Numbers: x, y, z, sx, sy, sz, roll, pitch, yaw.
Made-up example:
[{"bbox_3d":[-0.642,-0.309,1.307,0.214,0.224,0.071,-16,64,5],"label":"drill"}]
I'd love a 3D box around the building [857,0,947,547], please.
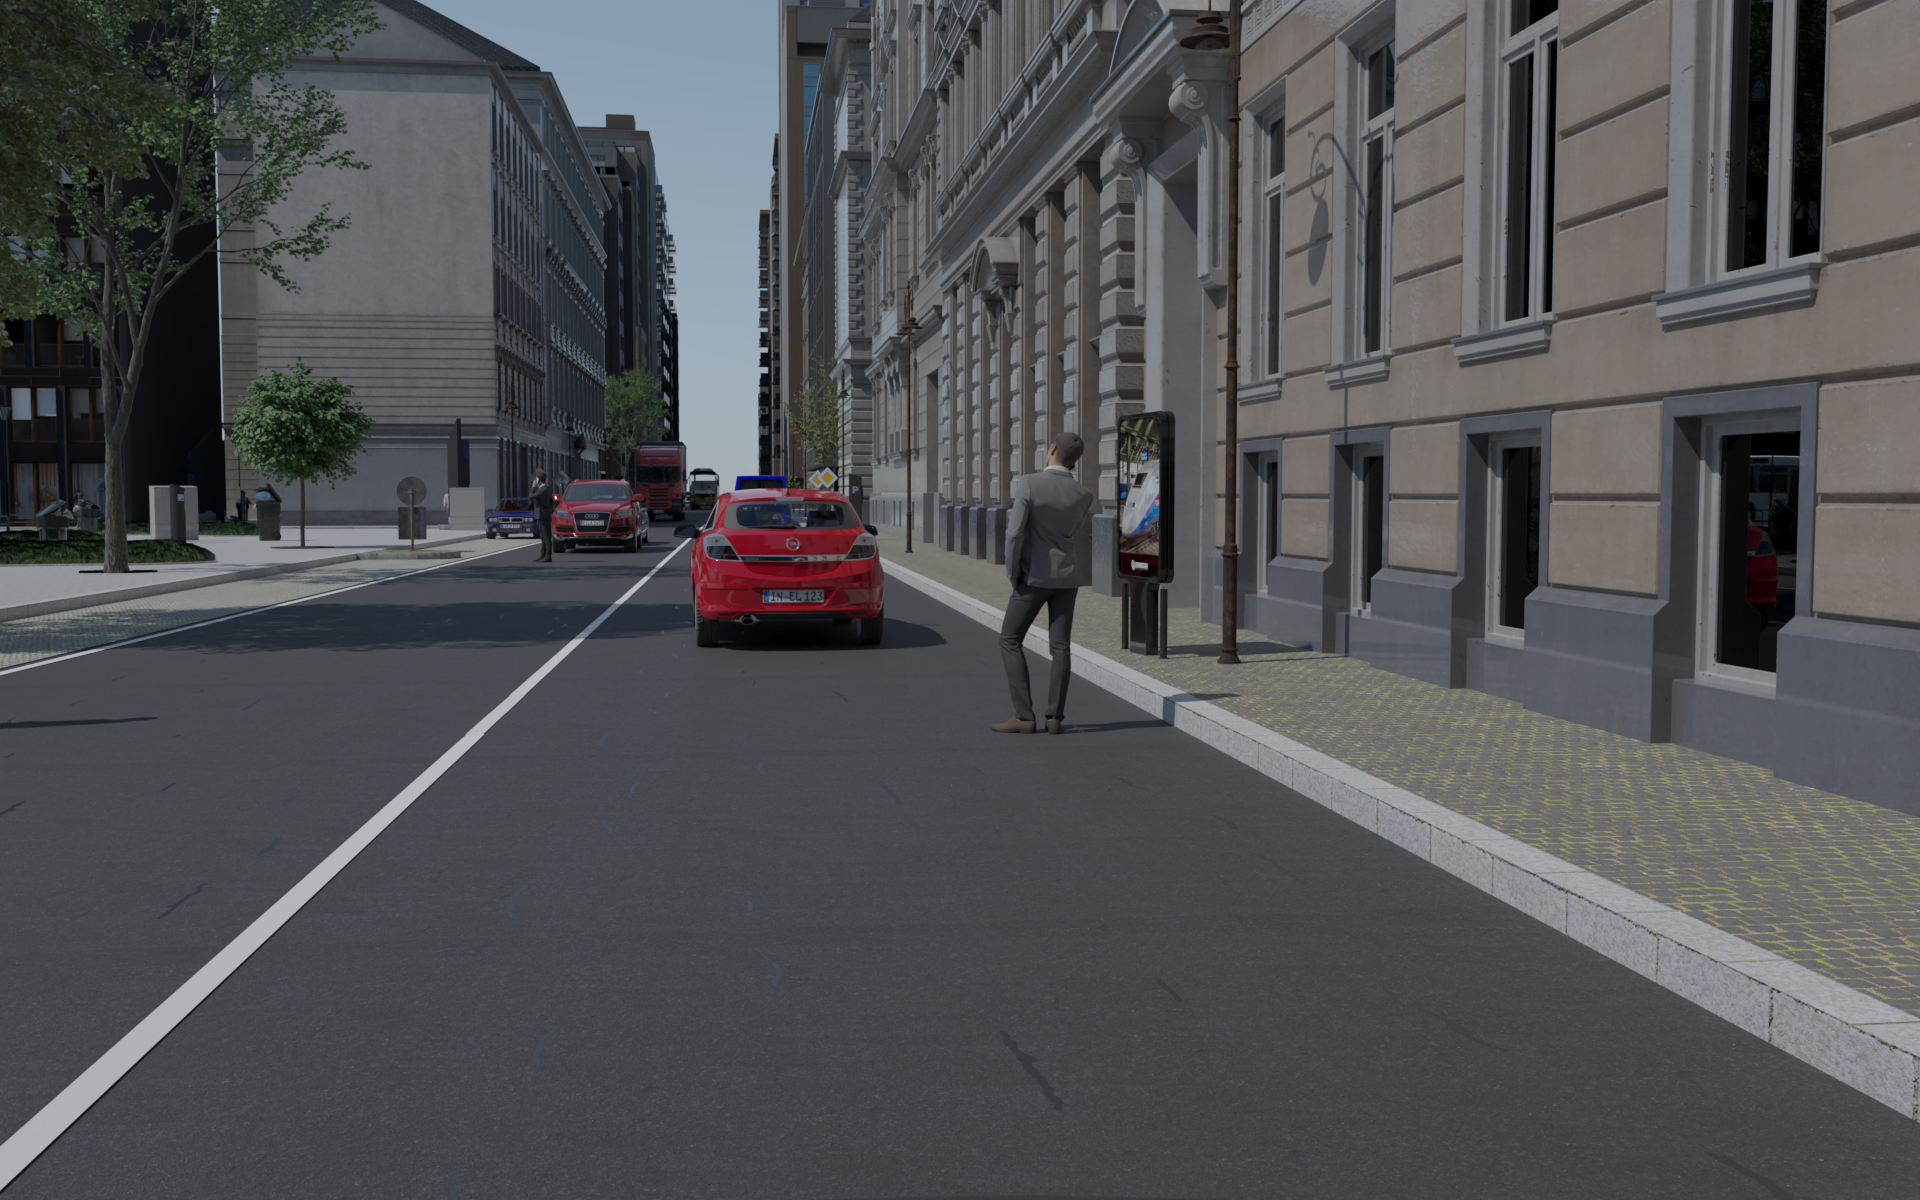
[{"bbox_3d":[4.254,-16.220,52.595,14.401,28.519,23.554,0,4,-7],"label":"building"}]

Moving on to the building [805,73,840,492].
[{"bbox_3d":[-1.842,-19.109,105.941,14.314,27.812,24.014,0,4,-7],"label":"building"}]

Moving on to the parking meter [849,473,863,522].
[{"bbox_3d":[-2.905,-2.610,48.377,0.399,1.863,0.255,0,4,-1],"label":"parking meter"}]

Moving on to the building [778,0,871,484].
[{"bbox_3d":[-8.152,-38.974,179.216,21.231,58.520,28.212,0,4,-7],"label":"building"}]

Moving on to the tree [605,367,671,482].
[{"bbox_3d":[-27.217,-13.174,141.150,9.928,11.665,9.643,0,3,0],"label":"tree"}]

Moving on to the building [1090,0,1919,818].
[{"bbox_3d":[9.460,-13.754,10.782,13.634,28.700,20.117,0,4,-7],"label":"building"}]

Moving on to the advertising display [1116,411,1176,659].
[{"bbox_3d":[1.477,-0.528,13.852,0.123,1.923,0.974,-1,4,-15],"label":"advertising display"}]

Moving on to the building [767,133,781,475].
[{"bbox_3d":[-11.467,-33.895,208.809,22.147,44.769,28.867,0,4,-7],"label":"building"}]

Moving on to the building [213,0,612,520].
[{"bbox_3d":[-31.745,-20.295,108.242,17.030,29.872,44.131,0,4,-7],"label":"building"}]

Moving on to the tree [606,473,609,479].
[{"bbox_3d":[-27.351,-8.478,133.211,1.663,3.219,1.824,0,3,0],"label":"tree"}]

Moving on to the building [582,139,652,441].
[{"bbox_3d":[-42.116,-31.214,193.936,14.154,41.232,14.086,0,4,-7],"label":"building"}]

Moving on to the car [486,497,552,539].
[{"bbox_3d":[-14.232,-2.658,56.043,1.945,1.354,3.894,0,4,-6],"label":"car"}]

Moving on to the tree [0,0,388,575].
[{"bbox_3d":[-13.592,-6.250,27.946,9.928,11.665,9.643,0,3,0],"label":"tree"}]

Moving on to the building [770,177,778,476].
[{"bbox_3d":[-19.053,-36.015,238.948,14.600,45.320,14.200,0,4,-7],"label":"building"}]

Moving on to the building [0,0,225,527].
[{"bbox_3d":[-41.034,-14.834,72.217,15.834,23.373,12.332,0,4,-7],"label":"building"}]

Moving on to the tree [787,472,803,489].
[{"bbox_3d":[-14.677,-9.512,150.124,1.663,3.219,1.824,0,3,0],"label":"tree"}]

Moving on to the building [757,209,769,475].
[{"bbox_3d":[-19.271,-37.126,261.637,22.147,44.769,28.867,0,4,-7],"label":"building"}]

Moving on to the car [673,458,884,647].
[{"bbox_3d":[-1.861,-0.539,17.848,2.155,1.783,4.494,-1,4,-9],"label":"car"}]

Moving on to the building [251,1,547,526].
[{"bbox_3d":[-24.521,-13.999,78.040,9.793,20.994,18.267,0,4,-7],"label":"building"}]

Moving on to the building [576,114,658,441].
[{"bbox_3d":[-43.759,-34.122,208.013,14.600,45.320,14.200,0,4,-7],"label":"building"}]

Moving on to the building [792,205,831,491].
[{"bbox_3d":[-4.276,-18.330,132.984,16.112,22.955,30.059,0,4,-7],"label":"building"}]

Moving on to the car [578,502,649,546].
[{"bbox_3d":[-9.897,-2.298,49.569,2.014,1.417,4.499,0,4,-6],"label":"car"}]

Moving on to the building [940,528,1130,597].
[{"bbox_3d":[5.466,-12.337,30.588,11.050,23.489,19.941,0,4,-7],"label":"building"}]

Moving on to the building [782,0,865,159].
[{"bbox_3d":[-9.003,-31.074,158.173,14.600,45.320,14.200,0,4,-7],"label":"building"}]

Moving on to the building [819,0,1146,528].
[{"bbox_3d":[4.013,-15.183,77.122,19.941,23.489,11.050,0,4,-7],"label":"building"}]

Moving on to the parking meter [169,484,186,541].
[{"bbox_3d":[-20.409,-2.250,45.193,0.372,1.533,0.369,0,3,0],"label":"parking meter"}]

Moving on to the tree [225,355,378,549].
[{"bbox_3d":[-15.571,-3.501,40.960,4.285,4.588,4.351,0,3,0],"label":"tree"}]

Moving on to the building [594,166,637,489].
[{"bbox_3d":[-35.858,-23.231,151.527,14.160,30.474,14.107,0,4,-7],"label":"building"}]

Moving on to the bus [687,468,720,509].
[{"bbox_3d":[-24.337,-10.611,165.034,2.896,3.916,12.252,0,4,-6],"label":"bus"}]

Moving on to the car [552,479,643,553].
[{"bbox_3d":[-9.158,-2.157,43.936,2.281,1.827,5.304,0,4,-8],"label":"car"}]

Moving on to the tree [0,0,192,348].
[{"bbox_3d":[-11.074,-6.016,16.486,7.486,12.596,7.792,0,3,0],"label":"tree"}]

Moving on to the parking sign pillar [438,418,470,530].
[{"bbox_3d":[-18.045,-4.516,62.306,1.447,3.967,1.447,-2,4,-32],"label":"parking sign pillar"}]

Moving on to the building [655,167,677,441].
[{"bbox_3d":[-52.184,-38.023,241.285,23.786,49.044,30.456,0,4,-7],"label":"building"}]

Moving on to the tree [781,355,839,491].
[{"bbox_3d":[-6.776,-8.483,89.053,4.737,8.622,4.395,0,3,0],"label":"tree"}]

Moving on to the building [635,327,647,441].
[{"bbox_3d":[-45.919,-20.014,172.273,27.650,21.520,28.899,0,4,-7],"label":"building"}]

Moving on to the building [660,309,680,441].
[{"bbox_3d":[-50.282,-30.169,264.956,14.160,30.474,14.107,0,4,-7],"label":"building"}]

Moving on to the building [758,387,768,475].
[{"bbox_3d":[-19.992,-27.357,292.327,27.650,21.520,28.899,0,4,-7],"label":"building"}]
